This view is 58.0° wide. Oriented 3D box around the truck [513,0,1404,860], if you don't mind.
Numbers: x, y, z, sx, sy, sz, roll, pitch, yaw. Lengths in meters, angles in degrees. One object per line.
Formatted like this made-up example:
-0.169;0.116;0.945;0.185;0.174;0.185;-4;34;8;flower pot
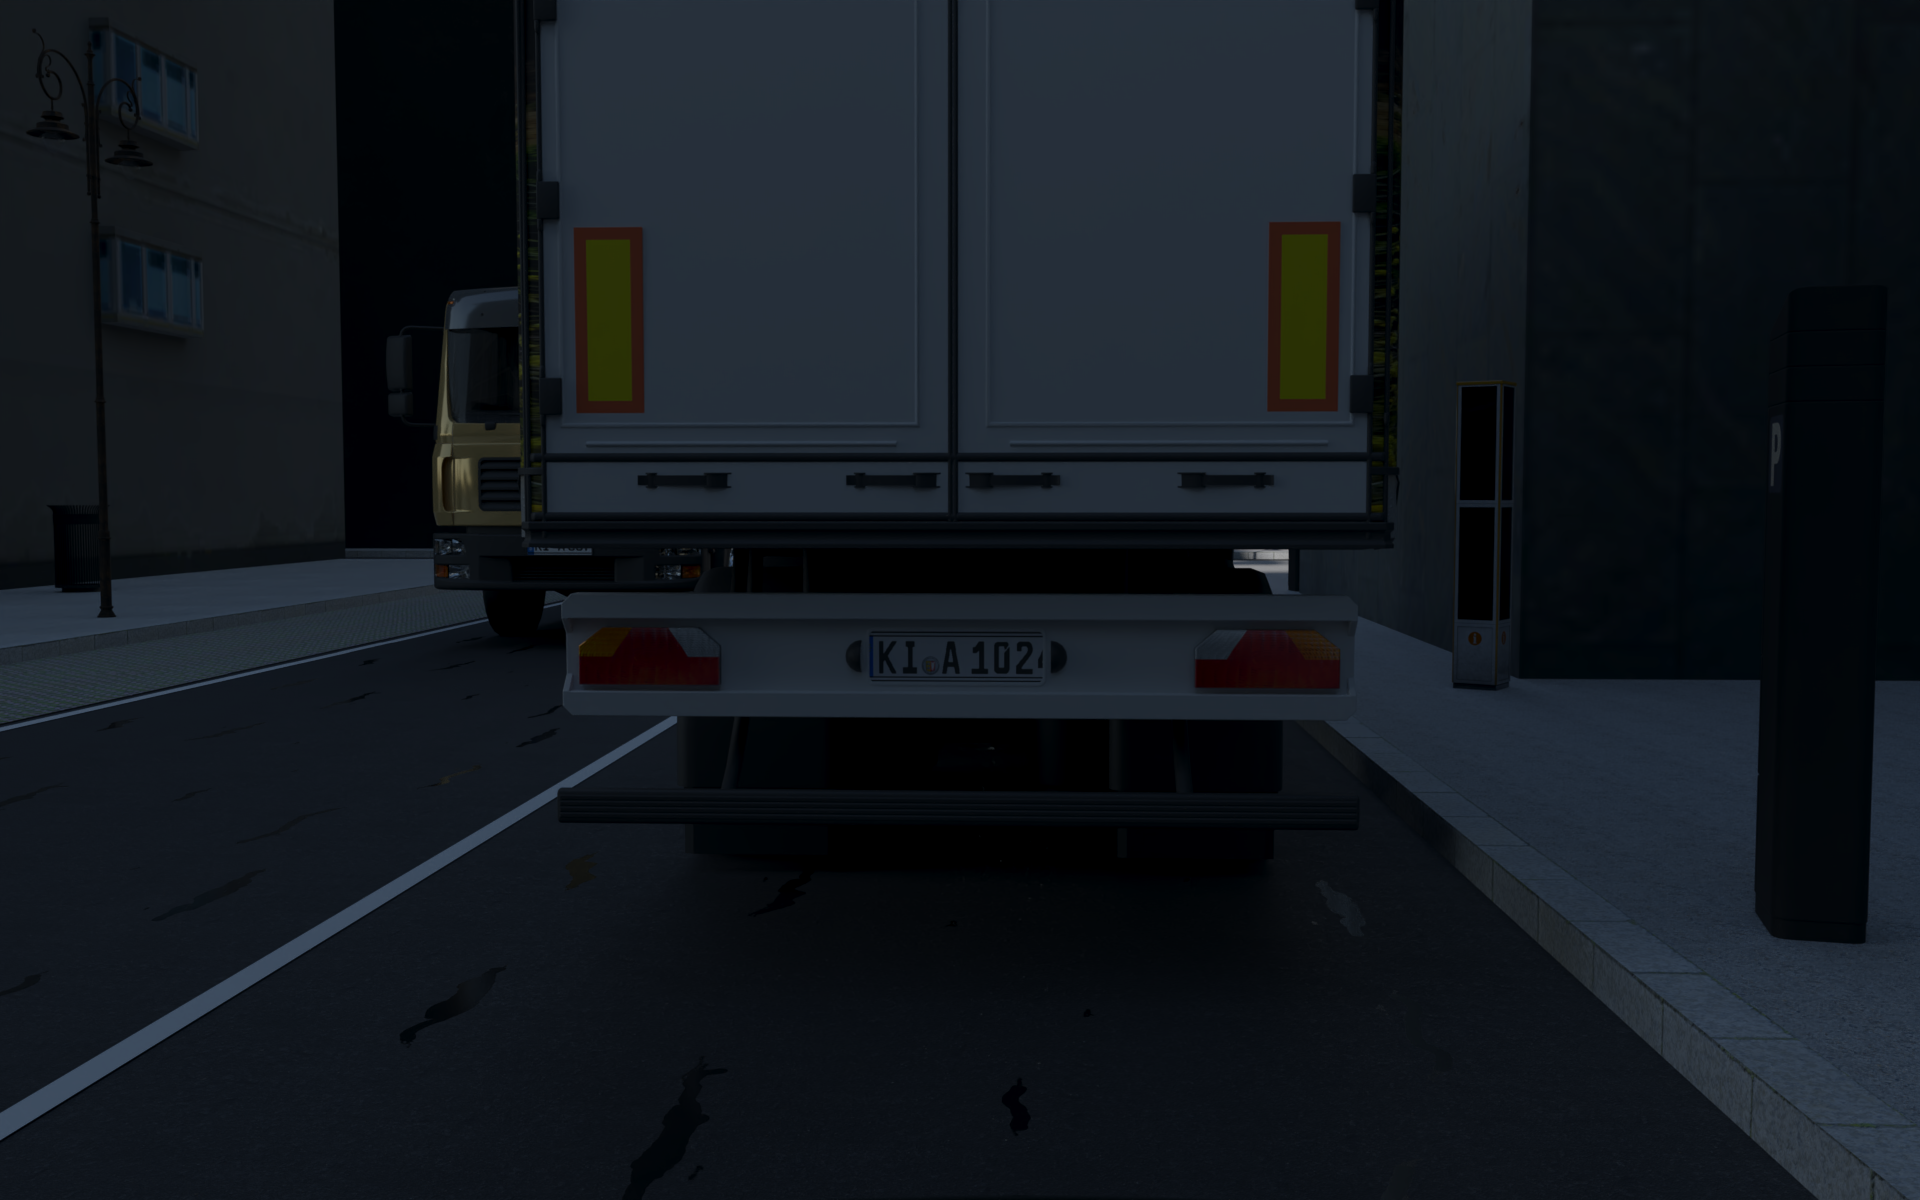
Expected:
0.258;-1.306;10.261;2.839;4.237;11.283;0;4;3;truck

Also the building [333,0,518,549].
-13.914;-13.346;47.892;12.332;23.373;15.834;0;4;3;building

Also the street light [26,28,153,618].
-8.885;-2.756;17.856;0.468;5.910;1.993;0;4;3;street light

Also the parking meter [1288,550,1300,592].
4.518;-1.052;22.913;0.255;1.863;0.399;0;4;-6;parking meter

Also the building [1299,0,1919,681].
14.772;-42.273;3.831;22.319;86.520;31.000;0;4;3;building

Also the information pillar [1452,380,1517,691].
3.454;-0.424;11.417;0.304;2.012;0.304;2;4;35;information pillar

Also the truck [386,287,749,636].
-3.340;-1.447;19.590;3.469;3.379;9.791;0;4;4;truck

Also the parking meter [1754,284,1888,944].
2.519;0.038;5.088;0.255;1.863;0.399;1;4;16;parking meter

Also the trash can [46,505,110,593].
-11.550;-0.677;22.725;0.748;1.137;0.748;0;3;0;trash can

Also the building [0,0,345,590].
-23.253;-24.416;22.901;21.600;48.544;21.300;0;4;3;building
